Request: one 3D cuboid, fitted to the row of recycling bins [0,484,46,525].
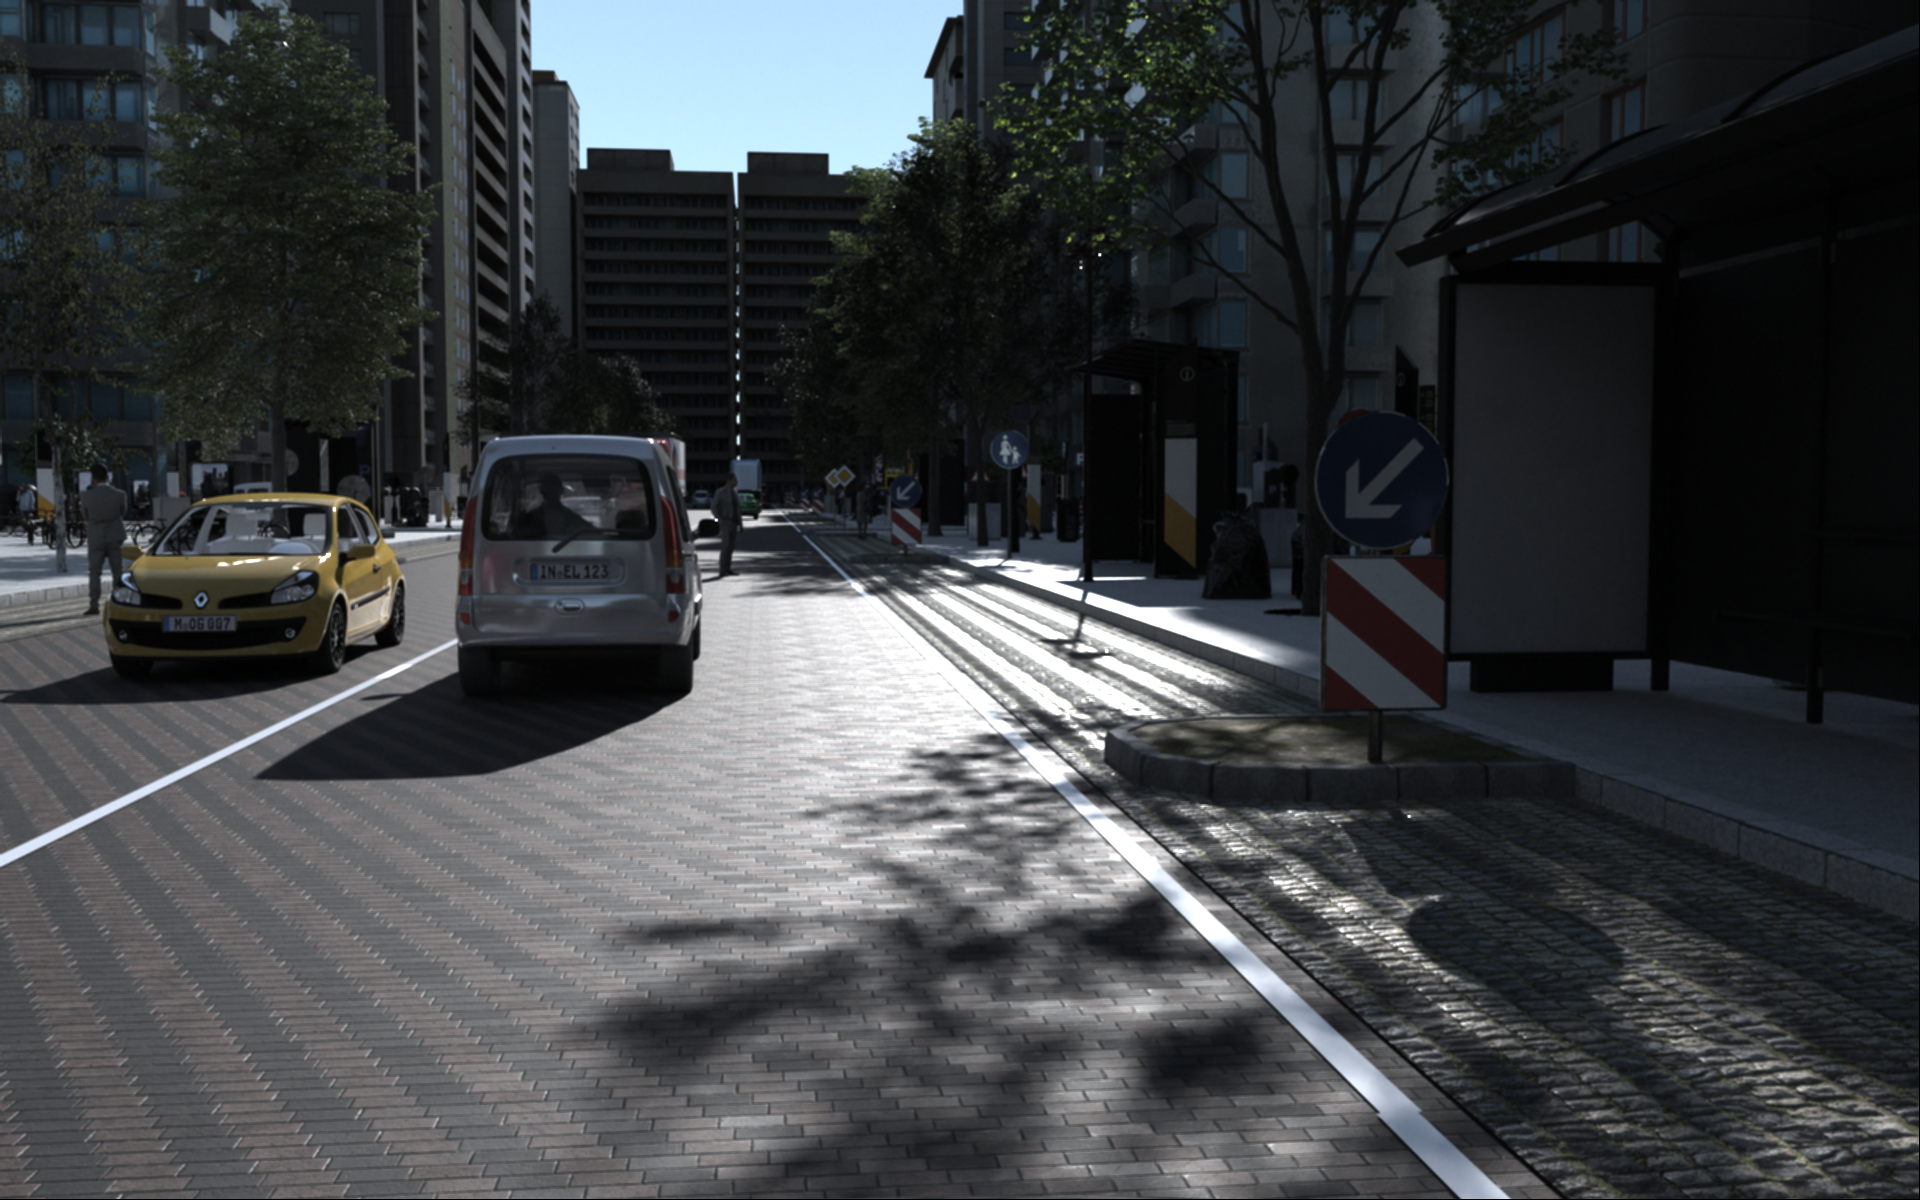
[{"bbox_3d":[-40.299,-4.034,73.062,3.534,1.692,1.069,2,4,24],"label":"row of recycling bins"}]

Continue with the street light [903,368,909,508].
[{"bbox_3d":[-1.816,-5.235,58.384,0.468,5.910,1.993,0,4,-7],"label":"street light"}]

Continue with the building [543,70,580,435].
[{"bbox_3d":[-67.701,-42.877,243.030,28.212,58.520,21.231,0,4,-7],"label":"building"}]

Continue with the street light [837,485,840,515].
[{"bbox_3d":[-7.585,-8.278,108.137,0.468,5.910,1.993,0,4,-7],"label":"street light"}]

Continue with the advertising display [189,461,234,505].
[{"bbox_3d":[-14.812,-1.780,34.315,0.974,1.923,0.123,1,4,19],"label":"advertising display"}]

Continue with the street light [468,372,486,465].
[{"bbox_3d":[-18.217,-5.662,65.361,0.468,5.910,1.993,0,4,-7],"label":"street light"}]

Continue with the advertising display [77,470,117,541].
[{"bbox_3d":[-23.588,-2.580,47.392,0.974,1.923,0.123,-2,4,-25],"label":"advertising display"}]

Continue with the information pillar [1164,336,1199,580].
[{"bbox_3d":[3.319,-2.112,25.889,0.504,3.616,0.183,1,4,15],"label":"information pillar"}]

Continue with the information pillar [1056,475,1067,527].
[{"bbox_3d":[3.953,-3.843,67.329,0.304,2.012,0.304,-3,5,-42],"label":"information pillar"}]

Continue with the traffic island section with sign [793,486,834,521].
[{"bbox_3d":[-7.601,-5.038,90.999,1.989,1.847,2.006,0,4,-7],"label":"traffic island section with sign"}]

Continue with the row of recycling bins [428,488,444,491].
[{"bbox_3d":[-35.390,-6.704,116.724,1.069,1.692,3.534,-3,4,-36],"label":"row of recycling bins"}]

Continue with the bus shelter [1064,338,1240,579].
[{"bbox_3d":[3.128,-2.327,29.327,1.731,3.624,6.357,0,4,-6],"label":"bus shelter"}]

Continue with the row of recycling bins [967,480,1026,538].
[{"bbox_3d":[1.055,-2.789,52.718,1.069,1.692,3.534,-1,4,-18],"label":"row of recycling bins"}]

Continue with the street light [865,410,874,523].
[{"bbox_3d":[-3.925,-6.307,75.900,0.468,5.910,1.993,0,4,-7],"label":"street light"}]

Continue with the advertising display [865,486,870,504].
[{"bbox_3d":[-5.679,-6.264,107.628,0.974,1.923,0.123,0,4,3],"label":"advertising display"}]

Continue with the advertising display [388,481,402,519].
[{"bbox_3d":[-28.184,-4.963,86.354,0.974,1.923,0.123,3,4,37],"label":"advertising display"}]

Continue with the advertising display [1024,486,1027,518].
[{"bbox_3d":[3.456,-5.322,92.232,0.974,1.923,0.123,1,4,17],"label":"advertising display"}]

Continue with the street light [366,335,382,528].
[{"bbox_3d":[-16.159,-4.590,47.839,0.468,5.910,1.993,0,4,-7],"label":"street light"}]

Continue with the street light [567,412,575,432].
[{"bbox_3d":[-21.892,-7.634,97.596,0.468,5.910,1.993,0,4,-7],"label":"street light"}]

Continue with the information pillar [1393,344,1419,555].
[{"bbox_3d":[6.909,-2.173,26.890,0.183,3.616,0.504,-1,4,-22],"label":"information pillar"}]

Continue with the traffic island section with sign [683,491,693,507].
[{"bbox_3d":[-30.540,-11.287,193.176,1.989,1.847,2.006,0,4,-7],"label":"traffic island section with sign"}]

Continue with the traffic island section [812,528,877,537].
[{"bbox_3d":[-3.882,-2.223,58.627,2.009,0.180,2.903,0,4,-7],"label":"traffic island section"}]

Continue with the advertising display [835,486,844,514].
[{"bbox_3d":[-7.621,-6.404,109.913,0.123,1.923,0.974,2,4,27],"label":"advertising display"}]

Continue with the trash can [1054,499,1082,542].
[{"bbox_3d":[2.896,-2.119,46.301,0.748,1.137,0.748,0,3,0],"label":"trash can"}]

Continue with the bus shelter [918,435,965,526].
[{"bbox_3d":[-0.916,-4.930,71.893,1.731,3.624,6.357,0,4,-6],"label":"bus shelter"}]

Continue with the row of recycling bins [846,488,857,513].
[{"bbox_3d":[-7.676,-6.876,119.539,1.069,1.692,3.534,0,4,8],"label":"row of recycling bins"}]

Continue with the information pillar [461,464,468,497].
[{"bbox_3d":[-38.211,-8.696,133.539,0.504,3.616,0.183,-1,4,-12],"label":"information pillar"}]

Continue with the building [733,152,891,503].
[{"bbox_3d":[-21.074,-38.230,248.762,21.600,48.544,21.300,0,4,-7],"label":"building"}]

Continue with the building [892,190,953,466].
[{"bbox_3d":[-2.923,-36.550,247.698,14.200,45.320,14.600,0,4,-7],"label":"building"}]

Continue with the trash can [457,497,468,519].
[{"bbox_3d":[-25.266,-4.690,88.341,0.748,1.137,0.748,0,3,0],"label":"trash can"}]

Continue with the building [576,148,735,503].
[{"bbox_3d":[-42.508,-38.067,246.089,21.600,48.544,21.300,0,4,-7],"label":"building"}]

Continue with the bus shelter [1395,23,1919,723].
[{"bbox_3d":[4.152,-0.904,8.709,2.014,3.302,5.546,0,4,-7],"label":"bus shelter"}]

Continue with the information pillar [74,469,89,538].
[{"bbox_3d":[-25.626,-2.818,50.560,0.304,2.012,0.304,3,5,40],"label":"information pillar"}]

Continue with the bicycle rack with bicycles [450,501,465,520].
[{"bbox_3d":[-24.064,-4.391,85.168,2.852,0.926,2.925,1,4,11],"label":"bicycle rack with bicycles"}]

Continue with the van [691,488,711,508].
[{"bbox_3d":[-26.845,-10.573,179.872,2.013,2.044,4.112,0,4,-5],"label":"van"}]

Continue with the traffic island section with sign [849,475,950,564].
[{"bbox_3d":[-1.298,-1.680,36.096,1.989,1.847,2.006,0,4,-7],"label":"traffic island section with sign"}]

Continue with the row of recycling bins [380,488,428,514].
[{"bbox_3d":[-36.210,-6.410,111.914,3.534,1.692,1.069,2,4,31],"label":"row of recycling bins"}]

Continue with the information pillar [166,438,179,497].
[{"bbox_3d":[-29.717,-4.530,65.416,0.504,3.616,0.183,1,4,19],"label":"information pillar"}]

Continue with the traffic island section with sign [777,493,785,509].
[{"bbox_3d":[-16.409,-9.726,167.652,1.989,1.847,2.006,0,4,-7],"label":"traffic island section with sign"}]

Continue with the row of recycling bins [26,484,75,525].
[{"bbox_3d":[-37.594,-3.977,72.142,1.069,1.692,3.534,-1,4,-10],"label":"row of recycling bins"}]

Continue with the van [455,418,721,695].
[{"bbox_3d":[-2.927,-0.416,13.809,2.013,2.044,4.112,0,4,-7],"label":"van"}]

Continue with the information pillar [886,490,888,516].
[{"bbox_3d":[-4.055,-5.839,99.960,0.304,2.012,0.304,2,4,33],"label":"information pillar"}]

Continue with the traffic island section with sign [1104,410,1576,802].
[{"bbox_3d":[1.814,-0.022,8.990,1.989,1.847,2.006,0,4,-7],"label":"traffic island section with sign"}]

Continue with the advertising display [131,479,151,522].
[{"bbox_3d":[-36.247,-4.369,76.650,0.123,1.923,0.974,1,4,19],"label":"advertising display"}]

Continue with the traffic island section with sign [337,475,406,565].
[{"bbox_3d":[-12.389,-1.625,35.203,1.989,1.847,2.006,0,4,-7],"label":"traffic island section with sign"}]

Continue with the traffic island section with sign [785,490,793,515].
[{"bbox_3d":[-10.681,-6.676,117.778,1.989,1.847,2.006,0,4,-7],"label":"traffic island section with sign"}]

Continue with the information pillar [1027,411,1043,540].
[{"bbox_3d":[2.088,-3.504,48.642,0.504,3.616,0.183,-3,5,-45],"label":"information pillar"}]

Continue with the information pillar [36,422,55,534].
[{"bbox_3d":[-29.519,-3.949,55.925,0.504,3.616,0.183,-3,4,-38],"label":"information pillar"}]

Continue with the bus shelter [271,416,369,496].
[{"bbox_3d":[-19.489,-3.799,53.399,1.731,3.624,6.357,0,4,-7],"label":"bus shelter"}]

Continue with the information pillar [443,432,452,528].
[{"bbox_3d":[-19.520,-4.559,65.887,0.183,3.616,0.504,-2,4,-35],"label":"information pillar"}]

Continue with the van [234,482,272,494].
[{"bbox_3d":[-24.795,-3.242,60.022,4.112,2.044,2.013,0,4,-7],"label":"van"}]

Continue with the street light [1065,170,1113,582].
[{"bbox_3d":[1.879,-3.204,25.166,0.468,5.910,1.993,0,4,-7],"label":"street light"}]

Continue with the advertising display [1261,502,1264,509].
[{"bbox_3d":[10.373,-3.243,58.234,0.123,1.923,0.974,2,4,33],"label":"advertising display"}]

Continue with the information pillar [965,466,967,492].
[{"bbox_3d":[0.255,-8.171,124.953,0.504,3.616,0.183,0,4,6],"label":"information pillar"}]

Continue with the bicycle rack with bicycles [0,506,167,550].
[{"bbox_3d":[-20.374,-1.691,41.025,2.852,0.926,2.925,1,4,21],"label":"bicycle rack with bicycles"}]

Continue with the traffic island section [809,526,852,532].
[{"bbox_3d":[-4.794,-2.708,66.560,2.009,0.180,2.903,0,4,-7],"label":"traffic island section"}]
